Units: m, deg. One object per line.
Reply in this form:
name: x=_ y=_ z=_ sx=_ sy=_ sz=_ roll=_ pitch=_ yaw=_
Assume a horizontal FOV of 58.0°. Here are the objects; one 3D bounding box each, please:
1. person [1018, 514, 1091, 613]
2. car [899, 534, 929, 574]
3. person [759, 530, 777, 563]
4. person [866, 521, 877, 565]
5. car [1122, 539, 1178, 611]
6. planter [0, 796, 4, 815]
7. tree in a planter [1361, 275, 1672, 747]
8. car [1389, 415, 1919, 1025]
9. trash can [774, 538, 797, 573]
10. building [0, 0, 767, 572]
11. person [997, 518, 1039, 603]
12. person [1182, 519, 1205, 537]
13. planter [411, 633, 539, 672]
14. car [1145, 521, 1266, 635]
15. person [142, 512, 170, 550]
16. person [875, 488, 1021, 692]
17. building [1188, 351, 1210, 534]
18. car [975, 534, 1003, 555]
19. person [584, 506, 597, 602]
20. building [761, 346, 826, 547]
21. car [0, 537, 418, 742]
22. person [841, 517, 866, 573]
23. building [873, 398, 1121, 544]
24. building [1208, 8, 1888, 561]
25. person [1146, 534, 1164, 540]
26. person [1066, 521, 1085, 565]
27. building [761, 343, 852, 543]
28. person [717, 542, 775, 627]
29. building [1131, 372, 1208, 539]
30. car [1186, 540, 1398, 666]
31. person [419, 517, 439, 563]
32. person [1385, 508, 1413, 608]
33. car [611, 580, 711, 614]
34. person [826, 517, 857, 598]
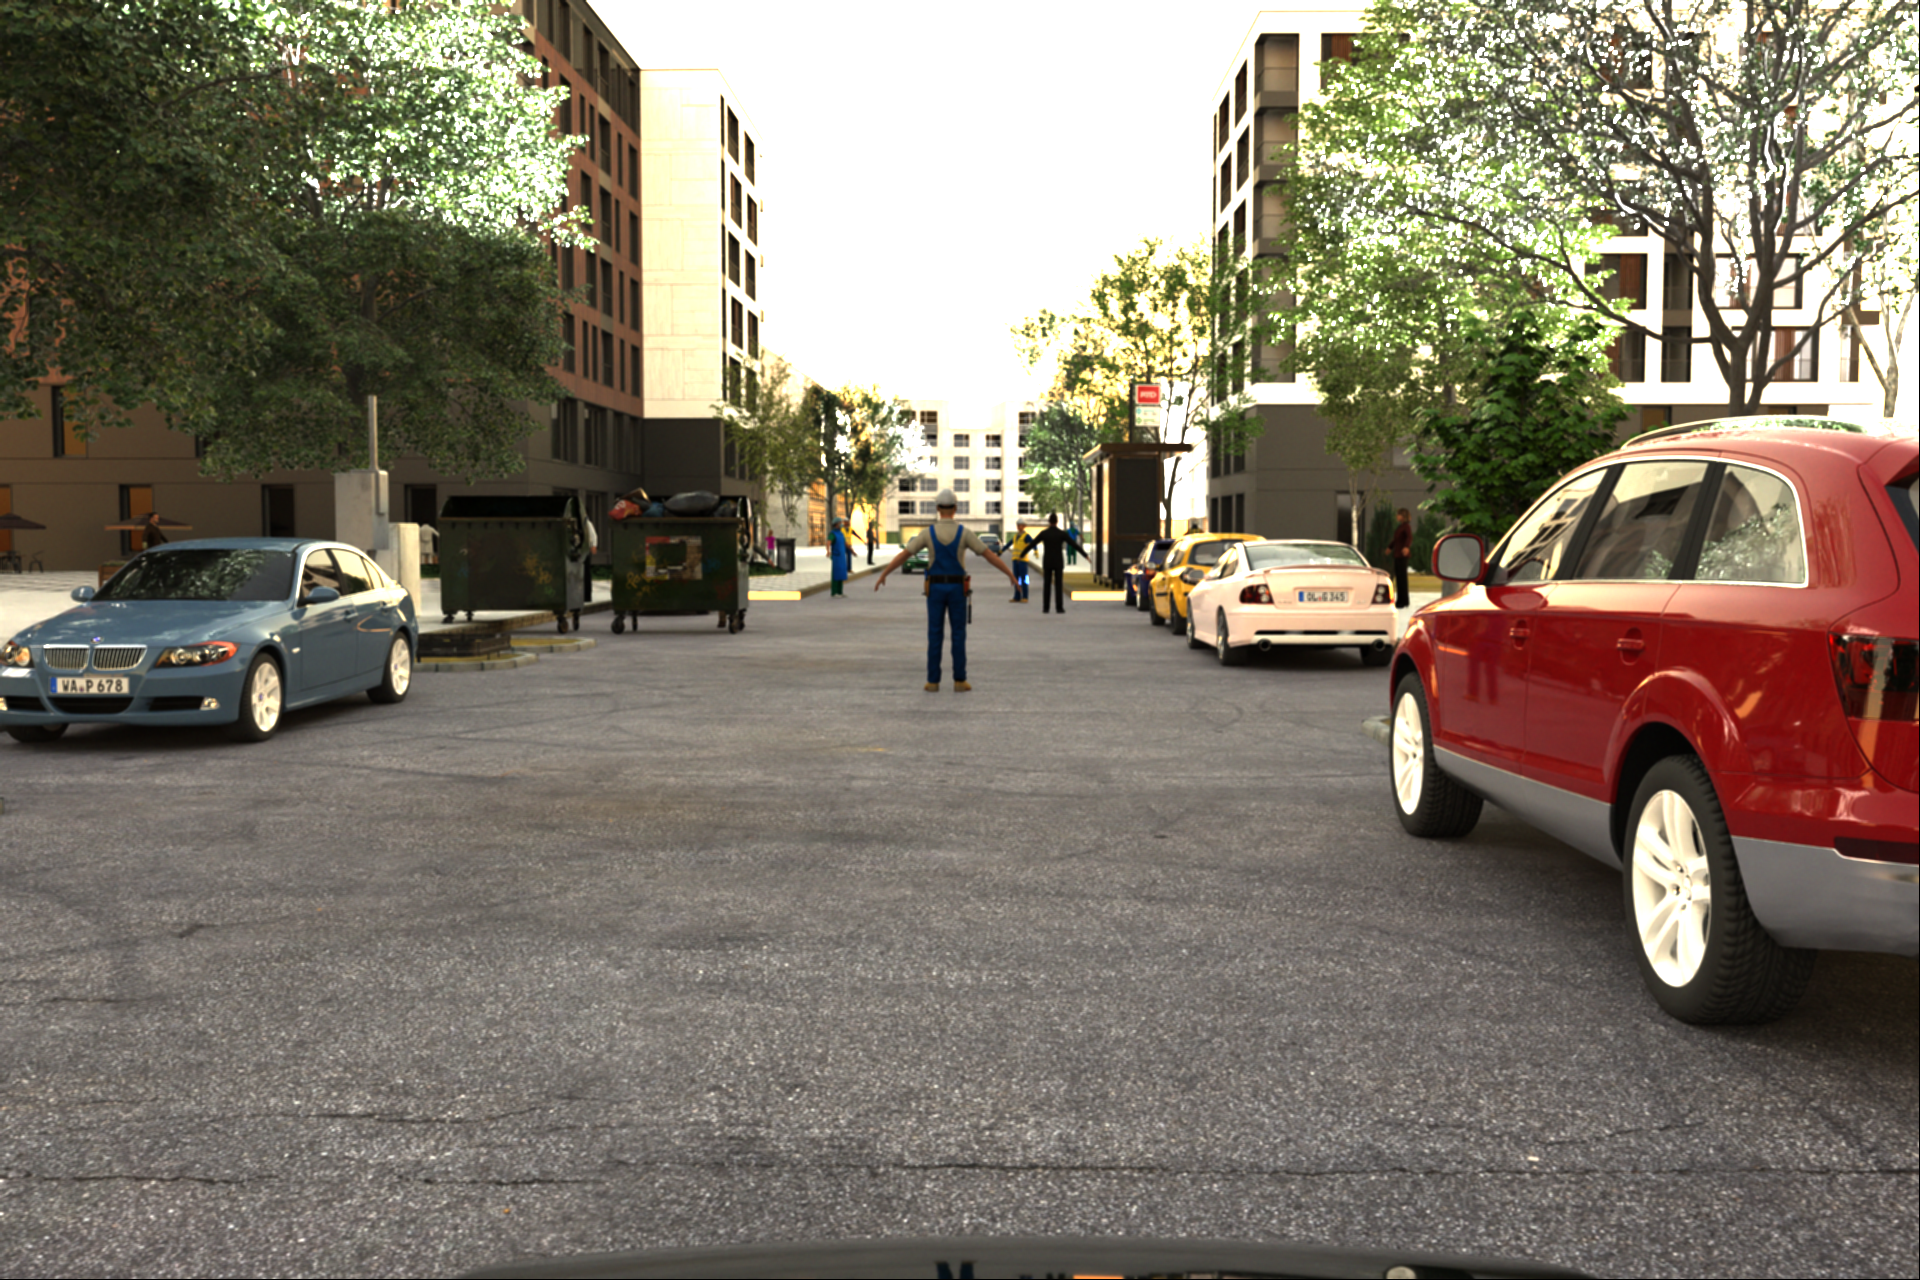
person: x=1.700 y=-1.395 z=31.494 sx=1.346 sy=1.802 sz=0.704 roll=1 pitch=4 yaw=11
car: x=-1.168 y=-3.175 z=63.709 sx=2.131 sy=1.459 sz=4.920 roll=0 pitch=4 yaw=1
person: x=-6.356 y=-3.008 z=58.452 sx=0.991 sy=1.433 sz=0.599 roll=1 pitch=4 yaw=20
person: x=-3.715 y=-4.059 z=72.493 sx=0.705 sy=1.813 sz=1.348 roll=-1 pitch=4 yaw=-16
car: x=4.163 y=-1.282 z=33.535 sx=1.945 sy=1.354 sz=3.894 roll=0 pitch=3 yaw=0
planter: x=-5.893 y=0.780 z=8.388 sx=1.991 sy=0.319 sz=1.994 roll=0 pitch=4 yaw=0
tree in a planter: x=3.882 y=-0.904 z=12.005 sx=1.991 sy=3.239 sz=1.994 roll=0 pitch=4 yaw=1
car: x=3.109 y=0.128 z=6.586 sx=2.281 sy=1.827 sz=5.304 roll=0 pitch=4 yaw=1
trash can: x=-5.786 y=-2.806 z=57.523 sx=0.748 sy=1.137 sz=0.748 roll=0 pitch=3 yaw=0
building: x=-24.574 y=-14.105 z=74.588 sx=27.936 sy=21.610 sz=32.646 roll=0 pitch=4 yaw=2
person: x=1.217 y=-1.676 z=36.325 sx=0.721 sy=1.772 sz=1.216 roll=-3 pitch=5 yaw=-43
person: x=9.076 y=-3.738 z=66.884 sx=1.354 sy=1.858 sz=0.705 roll=1 pitch=4 yaw=15
planter: x=-5.730 y=0.133 z=18.961 sx=1.991 sy=0.319 sz=1.994 roll=0 pitch=4 yaw=1
car: x=3.851 y=-0.966 z=26.013 sx=2.015 sy=1.641 sz=3.980 roll=0 pitch=4 yaw=0
person: x=-19.764 y=-2.227 z=42.542 sx=0.704 sy=1.812 sz=1.346 roll=0 pitch=4 yaw=2
person: x=-0.118 y=-0.459 z=15.819 sx=1.347 sy=1.847 sz=0.705 roll=0 pitch=4 yaw=3
building: x=28.896 y=-19.756 z=179.429 sx=16.016 sy=20.090 sz=11.380 roll=0 pitch=4 yaw=1
car: x=1.917 y=-6.446 z=117.395 sx=2.014 sy=1.417 sz=4.499 roll=0 pitch=4 yaw=0
person: x=-7.125 y=-1.620 z=32.650 sx=0.704 sy=1.810 sz=1.344 roll=-3 pitch=4 yaw=-38
building: x=-24.216 y=-21.445 z=181.555 sx=19.493 sy=23.208 sz=18.063 roll=0 pitch=4 yaw=1
car: x=-5.624 y=-0.088 z=13.445 sx=2.014 sy=1.417 sz=4.499 roll=0 pitch=4 yaw=1
person: x=-3.750 y=-3.131 z=57.155 sx=1.349 sy=1.833 sz=0.705 roll=-2 pitch=4 yaw=-24
building: x=4.745 y=-22.355 z=234.425 sx=31.486 sy=18.905 sz=16.747 roll=-1 pitch=4 yaw=-8
building: x=25.780 y=-14.686 z=84.087 sx=27.936 sy=21.610 sz=32.646 roll=0 pitch=4 yaw=1
person: x=7.956 y=-4.066 z=72.660 sx=1.347 sy=1.806 sz=0.705 roll=-1 pitch=4 yaw=-12
person: x=4.629 y=-4.026 z=71.959 sx=1.347 sy=1.817 sz=0.704 roll=-1 pitch=4 yaw=-23
building: x=-22.808 y=-22.772 z=203.244 sx=19.493 sy=23.208 sz=18.063 roll=0 pitch=4 yaw=2
person: x=-3.536 y=-1.097 z=26.657 sx=1.348 sy=1.796 sz=0.705 roll=-1 pitch=4 yaw=-13
building: x=24.861 y=-21.142 z=202.097 sx=16.016 sy=20.090 sz=11.380 roll=0 pitch=4 yaw=1
car: x=3.769 y=-0.479 z=20.191 sx=2.083 sy=1.381 sz=4.827 roll=0 pitch=4 yaw=1
person: x=-16.895 y=-2.974 z=54.806 sx=1.347 sy=1.806 sz=0.705 roll=-1 pitch=4 yaw=-20
person: x=7.580 y=-1.418 z=29.991 sx=0.721 sy=1.729 sz=1.215 roll=0 pitch=4 yaw=-1
car: x=-5.291 y=-1.365 z=32.109 sx=2.009 sy=1.686 sz=4.222 roll=0 pitch=4 yaw=1
person: x=-2.726 y=-1.864 z=39.053 sx=0.704 sy=1.817 sz=1.347 roll=2 pitch=4 yaw=23
